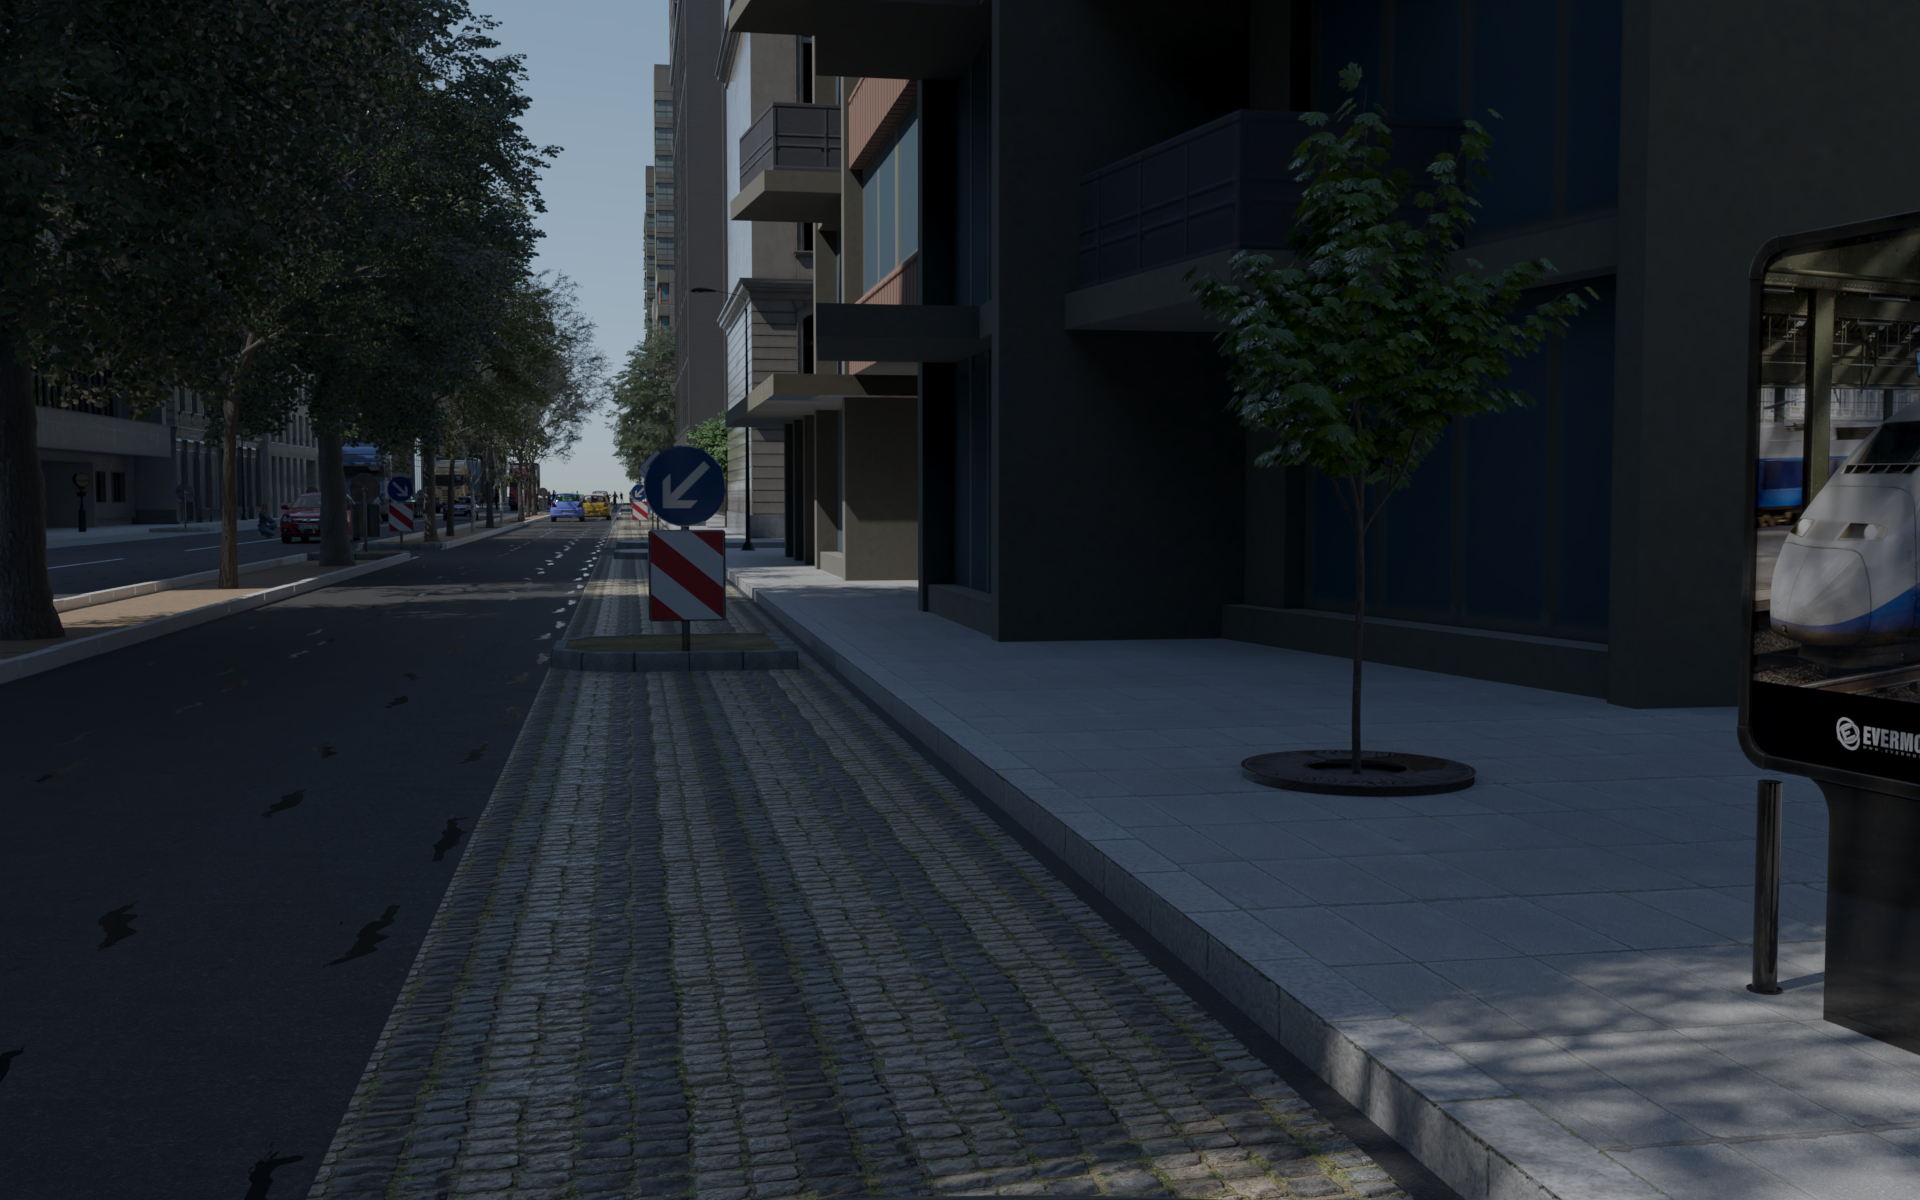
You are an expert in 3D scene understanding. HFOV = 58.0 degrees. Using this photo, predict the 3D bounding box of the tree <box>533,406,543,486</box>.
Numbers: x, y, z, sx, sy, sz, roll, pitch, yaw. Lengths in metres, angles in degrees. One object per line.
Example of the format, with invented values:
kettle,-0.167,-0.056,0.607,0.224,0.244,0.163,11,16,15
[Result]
tree,-21.297,-7.794,80.248,4.360,8.622,3.978,0,3,0

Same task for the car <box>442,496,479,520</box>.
car,-27.530,-5.077,95.584,1.945,1.354,3.894,-1,4,-12

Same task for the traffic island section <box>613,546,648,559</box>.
traffic island section,-6.799,-1.031,39.141,2.009,0.180,2.903,-1,4,-11

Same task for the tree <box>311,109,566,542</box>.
tree,-15.465,-7.943,50.456,7.486,12.596,7.792,0,3,0

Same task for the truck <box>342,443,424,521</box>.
truck,-32.257,-6.544,96.759,2.967,4.110,18.799,-1,4,-11

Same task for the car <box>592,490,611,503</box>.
car,-37.270,-10.439,179.343,2.281,1.827,5.304,-1,4,-12

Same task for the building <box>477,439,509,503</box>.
building,-81.511,-25.010,253.945,27.650,21.520,28.899,-1,4,-11

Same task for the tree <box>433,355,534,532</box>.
tree,-18.073,-6.802,64.025,4.360,8.622,3.978,0,3,0

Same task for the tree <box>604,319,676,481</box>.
tree,-21.550,-13.535,127.954,9.857,13.997,8.962,0,3,0

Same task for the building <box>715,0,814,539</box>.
building,9.625,-14.574,57.362,34.723,24.649,14.460,-1,4,-11

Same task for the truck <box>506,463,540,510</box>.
truck,-39.363,-10.256,156.604,2.839,4.237,11.283,-1,4,-12

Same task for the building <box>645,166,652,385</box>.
building,-32.511,-32.761,219.229,14.154,41.232,14.086,-1,4,-11

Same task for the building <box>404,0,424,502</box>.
building,-63.100,-52.240,166.799,22.319,86.520,31.000,-1,4,-11

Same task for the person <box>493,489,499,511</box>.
person,-39.536,-8.531,147.620,0.705,1.869,1.348,-2,4,-28

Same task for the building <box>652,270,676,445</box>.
building,-12.424,-18.675,150.368,27.650,21.520,28.899,-1,4,-11

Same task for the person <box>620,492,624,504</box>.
person,-47.881,-14.436,244.979,0.683,1.767,0.568,1,4,12

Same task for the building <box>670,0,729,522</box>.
building,-7.000,-17.959,87.143,14.314,27.812,24.014,-1,4,-11

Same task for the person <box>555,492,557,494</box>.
person,-57.651,-14.526,246.514,0.721,1.766,1.217,-1,4,-8

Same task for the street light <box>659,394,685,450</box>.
street light,-13.198,-6.588,80.263,1.470,5.913,1.316,-1,4,-11

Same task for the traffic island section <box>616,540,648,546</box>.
traffic island section,-8.303,-1.511,46.984,2.009,0.180,2.903,-1,4,-11

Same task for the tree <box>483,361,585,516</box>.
tree,-28.274,-11.384,114.333,9.928,11.665,9.643,0,3,0

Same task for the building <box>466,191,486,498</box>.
building,-73.724,-34.899,225.218,22.147,44.769,28.867,-1,4,-11

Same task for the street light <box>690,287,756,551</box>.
street light,-5.353,-4.072,39.122,1.470,5.913,1.316,-1,4,-11

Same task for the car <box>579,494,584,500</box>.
car,-25.227,-6.390,113.271,1.959,1.807,4.718,-1,4,-10

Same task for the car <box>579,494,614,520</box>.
car,-20.261,-5.257,96.179,2.015,1.641,3.980,-1,4,-10

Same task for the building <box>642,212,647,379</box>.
building,-36.997,-37.300,264.472,22.147,44.769,28.867,-1,4,-11

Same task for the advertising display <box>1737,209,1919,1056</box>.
advertising display,2.207,0.074,4.010,0.123,1.923,0.974,-1,4,-17

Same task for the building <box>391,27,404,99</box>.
building,-54.747,-30.357,146.451,14.600,45.320,14.200,-1,4,-11

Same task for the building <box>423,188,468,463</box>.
building,-66.156,-33.915,204.614,14.600,45.320,14.200,-1,4,-11

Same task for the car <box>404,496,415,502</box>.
car,-40.867,-7.212,126.704,1.959,1.807,4.718,-1,4,-13

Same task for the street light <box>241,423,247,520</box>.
street light,-34.338,-6.833,84.266,1.470,5.913,1.316,-1,4,-11

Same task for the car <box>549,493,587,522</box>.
car,-20.349,-4.912,89.900,1.945,1.707,3.694,-1,4,-12

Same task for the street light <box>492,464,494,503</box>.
street light,-64.388,-16.410,240.845,1.470,5.913,1.316,-1,4,-11

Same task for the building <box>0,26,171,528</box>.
building,-37.160,-14.507,56.250,14.314,24.678,30.058,-1,4,-11

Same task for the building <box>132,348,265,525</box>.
building,-39.314,-14.150,80.505,9.793,20.994,18.267,-1,4,-11

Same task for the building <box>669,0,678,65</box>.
building,-22.770,-45.755,186.347,20.563,71.187,20.611,-1,4,-11

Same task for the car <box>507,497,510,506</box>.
car,-53.397,-12.209,208.653,2.155,1.783,4.494,-1,4,-11

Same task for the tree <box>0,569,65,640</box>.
tree,-9.232,-6.576,16.626,9.857,13.997,8.962,0,3,0

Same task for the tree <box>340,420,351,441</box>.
tree,-41.857,-9.996,113.789,4.737,8.622,4.395,0,3,0

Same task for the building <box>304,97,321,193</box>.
building,-59.916,-26.537,125.759,32.217,40.220,23.993,-1,4,-11

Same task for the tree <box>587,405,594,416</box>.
tree,-26.384,-10.302,105.310,8.767,10.594,7.601,-1,4,-11

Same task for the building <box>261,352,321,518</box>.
building,-42.946,-14.858,97.681,10.420,20.320,16.860,-1,4,-11

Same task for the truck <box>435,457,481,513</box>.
truck,-38.779,-8.843,133.488,2.839,4.237,11.283,-1,4,-9

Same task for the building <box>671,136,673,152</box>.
building,-10.985,-19.764,110.529,14.401,28.519,23.554,-1,4,-11

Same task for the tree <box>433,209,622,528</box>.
tree,-19.673,-9.735,71.990,12.009,13.543,11.850,0,3,0

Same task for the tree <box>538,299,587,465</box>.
tree,-17.215,-7.406,57.950,8.767,10.594,7.601,-1,4,-11

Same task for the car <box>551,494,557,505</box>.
car,-51.933,-13.099,223.754,1.945,1.707,3.694,-1,4,-11

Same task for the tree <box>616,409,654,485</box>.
tree,-35.510,-17.520,203.464,9.611,12.733,9.660,0,3,0

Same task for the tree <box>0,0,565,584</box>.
tree,-12.384,-7.636,33.968,9.857,13.997,8.962,0,3,0

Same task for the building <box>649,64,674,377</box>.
building,-22.722,-29.728,169.641,14.154,41.232,14.086,-1,4,-11

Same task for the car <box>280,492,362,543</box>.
car,-19.227,-2.639,52.184,2.155,1.783,4.494,-1,4,-10

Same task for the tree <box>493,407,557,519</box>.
tree,-24.662,-8.849,97.507,4.737,8.622,4.395,0,3,0

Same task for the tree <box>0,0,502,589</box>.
tree,-10.952,-5.413,25.373,8.767,10.594,7.601,-1,4,-11

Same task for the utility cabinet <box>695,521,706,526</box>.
utility cabinet,-10.693,-3.578,69.658,0.306,1.237,1.020,3,5,42

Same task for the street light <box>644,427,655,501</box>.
street light,-21.171,-9.075,120.923,1.470,5.913,1.316,-1,4,-11

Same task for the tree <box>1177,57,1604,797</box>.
tree,1.723,-0.811,7.863,1.663,3.219,1.824,0,3,0

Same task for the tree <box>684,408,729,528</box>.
tree,-9.068,-5.057,66.398,4.285,4.588,4.351,0,3,0

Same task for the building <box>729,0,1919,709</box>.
building,8.216,-22.567,23.593,22.147,44.769,28.867,-1,4,-11
